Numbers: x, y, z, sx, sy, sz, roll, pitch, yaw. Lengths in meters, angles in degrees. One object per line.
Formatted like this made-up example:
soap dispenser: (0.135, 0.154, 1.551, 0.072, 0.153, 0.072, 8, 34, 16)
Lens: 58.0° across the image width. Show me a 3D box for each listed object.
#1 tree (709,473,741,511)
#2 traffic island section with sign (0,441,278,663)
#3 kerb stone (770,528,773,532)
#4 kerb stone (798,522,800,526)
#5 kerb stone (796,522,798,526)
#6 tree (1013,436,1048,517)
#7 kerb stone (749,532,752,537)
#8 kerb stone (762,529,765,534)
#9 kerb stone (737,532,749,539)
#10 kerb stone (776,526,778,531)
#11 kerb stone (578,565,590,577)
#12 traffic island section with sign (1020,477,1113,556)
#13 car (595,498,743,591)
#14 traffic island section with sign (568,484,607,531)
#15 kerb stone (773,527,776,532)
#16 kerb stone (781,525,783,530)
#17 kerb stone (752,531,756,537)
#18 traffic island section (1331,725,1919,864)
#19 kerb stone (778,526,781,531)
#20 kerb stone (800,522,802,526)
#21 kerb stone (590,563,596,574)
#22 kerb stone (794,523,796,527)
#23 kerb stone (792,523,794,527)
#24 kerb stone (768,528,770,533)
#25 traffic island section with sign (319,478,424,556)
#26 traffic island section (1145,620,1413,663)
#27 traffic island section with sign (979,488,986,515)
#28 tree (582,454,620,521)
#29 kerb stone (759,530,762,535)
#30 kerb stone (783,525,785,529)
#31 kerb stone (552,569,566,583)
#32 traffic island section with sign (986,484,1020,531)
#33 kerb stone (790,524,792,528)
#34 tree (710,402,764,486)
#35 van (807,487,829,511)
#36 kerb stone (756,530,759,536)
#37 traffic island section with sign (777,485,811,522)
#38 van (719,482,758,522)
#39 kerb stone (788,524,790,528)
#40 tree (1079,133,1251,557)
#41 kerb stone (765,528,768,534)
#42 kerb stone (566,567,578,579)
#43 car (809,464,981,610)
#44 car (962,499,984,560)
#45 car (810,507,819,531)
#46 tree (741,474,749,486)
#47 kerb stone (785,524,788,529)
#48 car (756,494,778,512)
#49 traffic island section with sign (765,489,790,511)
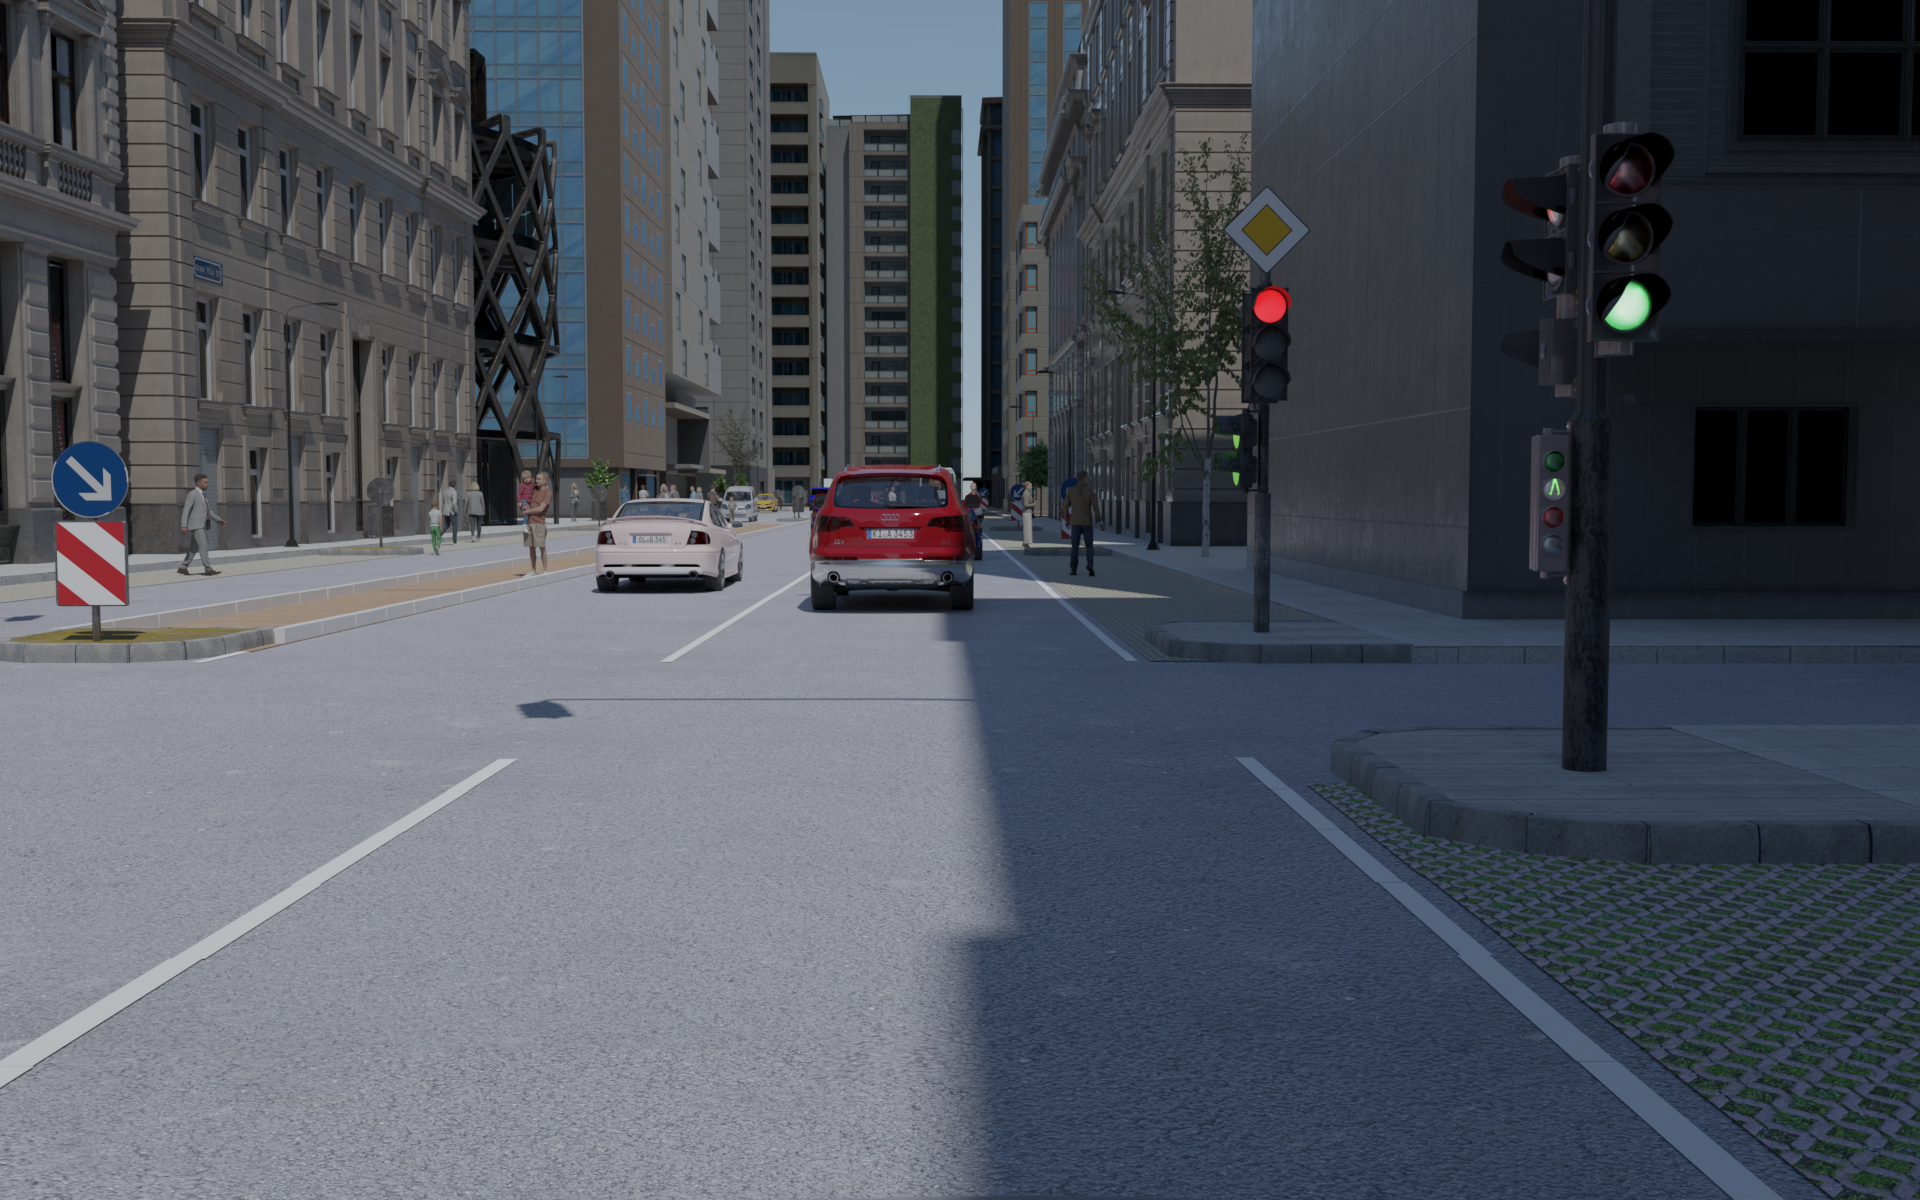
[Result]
tree: (-18.459, -8.564, 134.629, 1.663, 3.219, 1.824, 0, 3, 0)
traffic island section with sign: (-7.522, -0.458, 15.617, 2.006, 1.907, 1.989, 0, 4, -1)
kerb stone: (-7.129, -2.568, 64.185, 0.120, 0.150, 1.000, 0, 4, -1)
kerb stone: (-7.287, -3.321, 76.491, 0.120, 0.150, 1.000, 0, 4, -1)
kerb stone: (-7.279, -3.255, 75.458, 0.120, 0.150, 1.000, 0, 4, -1)
tree: (4.499, -6.988, 97.967, 4.285, 4.588, 4.351, 0, 3, 0)
kerb stone: (-7.037, -2.129, 56.997, 0.120, 0.150, 1.000, 0, 4, -1)
kerb stone: (-7.083, -2.379, 61.098, 0.120, 0.150, 1.000, 0, 4, -1)
kerb stone: (-7.026, -2.062, 55.971, 0.120, 0.150, 1.000, 0, 4, -1)
kerb stone: (-7.150, -2.690, 66.239, 0.120, 0.150, 1.000, 0, 4, -1)
kerb stone: (-6.686, -0.498, 30.336, 0.120, 0.150, 1.000, 0, 4, -1)
traffic island section with sign: (2.512, -1.961, 40.689, 1.989, 1.847, 2.006, 0, 4, -1)
car: (-4.464, -0.892, 26.944, 2.083, 1.381, 4.827, 0, 4, -2)
traffic island section with sign: (-14.186, -3.625, 67.904, 1.989, 1.847, 2.006, 0, 4, -1)
kerb stone: (-7.142, -2.630, 65.217, 0.120, 0.150, 1.000, 0, 4, -1)
kerb stone: (-7.183, -2.817, 68.287, 0.120, 0.150, 1.000, 0, 4, -1)
kerb stone: (-7.044, -2.188, 58.023, 0.120, 0.150, 1.000, 0, 4, -1)
traffic island section: (2.928, 0.867, 8.108, 2.009, 0.180, 2.903, 0, 4, -1)
kerb stone: (-7.163, -2.754, 67.261, 0.120, 0.150, 1.000, 0, 4, -1)
kerb stone: (-7.301, -3.383, 77.513, 0.120, 0.150, 1.000, 0, 4, -1)
kerb stone: (-6.698, -0.550, 31.362, 0.120, 0.150, 1.000, 0, 4, -1)
kerb stone: (-7.263, -3.194, 74.434, 0.120, 0.150, 1.000, 0, 4, -1)
kerb stone: (-7.243, -3.129, 73.412, 0.120, 0.150, 1.000, 0, 4, -1)
kerb stone: (-7.115, -2.505, 63.163, 0.120, 0.150, 1.000, 0, 4, -1)
traffic island section with sign: (-13.826, -1.977, 40.951, 1.989, 1.847, 2.006, 0, 4, -1)
traffic island section: (2.822, 0.379, 16.092, 2.009, 0.180, 2.903, 0, 4, -1)
traffic island section with sign: (1.489, -6.691, 118.027, 1.989, 1.847, 2.006, 0, 4, -1)
tree: (-17.389, -5.417, 83.165, 1.663, 3.219, 1.824, 0, 3, 0)
kerb stone: (-7.069, -2.313, 60.069, 0.120, 0.150, 1.000, 0, 4, -1)
kerb stone: (-7.204, -2.882, 69.309, 0.120, 0.150, 1.000, 0, 4, -1)
kerb stone: (-6.650, -0.373, 28.287, 0.120, 0.150, 1.000, 0, 4, -1)
traffic island section with sign: (2.147, -3.609, 67.642, 1.989, 1.847, 2.006, 0, 4, -1)
kerb stone: (-7.236, -3.066, 72.382, 0.120, 0.150, 1.000, 0, 4, -1)
tree: (-17.882, -11.577, 139.645, 4.360, 8.622, 3.978, 0, 3, 0)
van: (-11.850, -8.841, 148.935, 2.240, 2.365, 5.245, 0, 4, 1)
kerb stone: (-7.058, -2.251, 59.045, 0.120, 0.150, 1.000, 0, 4, -1)
traffic island section with sign: (-8.523, -5.053, 90.749, 2.006, 1.907, 1.989, 0, 4, -1)
van: (-11.283, -4.989, 88.588, 2.013, 2.044, 4.112, 0, 4, -2)
kerb stone: (-7.220, -3.007, 71.353, 0.120, 0.150, 1.000, 0, 4, -1)
tree: (4.851, -5.198, 35.351, 4.737, 8.622, 4.395, 0, 3, 0)
kerb stone: (-7.103, -2.441, 62.129, 0.120, 0.150, 1.000, 0, 4, -1)
kerb stone: (-6.674, -0.433, 29.314, 0.120, 0.150, 1.000, 0, 4, -1)
car: (-0.850, -0.874, 22.960, 2.281, 1.827, 5.304, 0, 4, -1)
car: (-0.409, -1.605, 38.829, 1.945, 1.354, 3.894, 0, 4, -2)
car: (-4.582, -3.183, 64.619, 1.945, 1.354, 3.894, 0, 4, 1)
tree: (-18.230, -9.083, 143.107, 1.663, 3.219, 1.824, 0, 3, 0)
kerb stone: (-7.209, -2.939, 70.332, 0.120, 0.150, 1.000, 0, 4, -1)
car: (-15.261, -7.675, 135.706, 2.015, 1.641, 3.980, 0, 4, -1)
traffic island section with sign: (-15.205, -8.323, 144.709, 1.989, 1.847, 2.006, 0, 4, -1)
